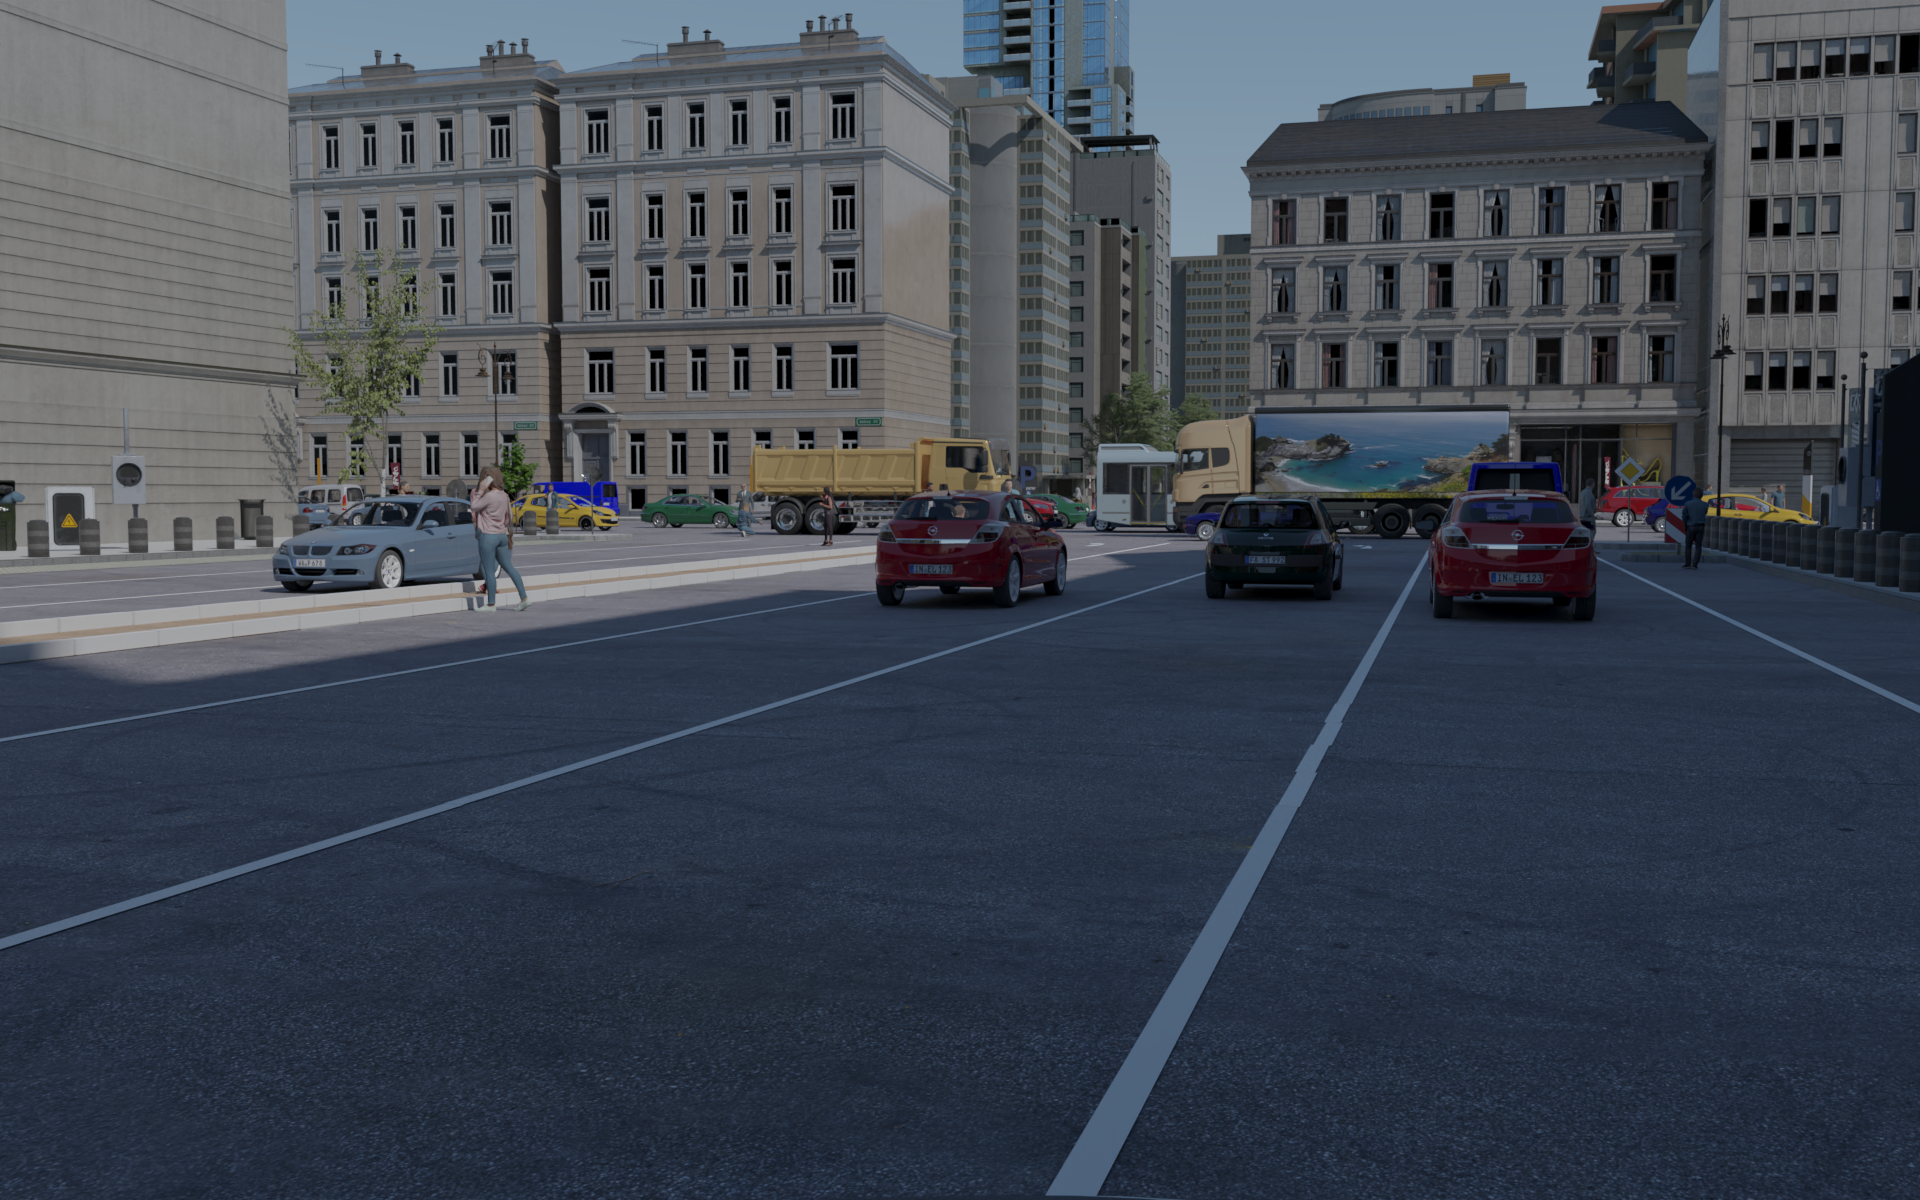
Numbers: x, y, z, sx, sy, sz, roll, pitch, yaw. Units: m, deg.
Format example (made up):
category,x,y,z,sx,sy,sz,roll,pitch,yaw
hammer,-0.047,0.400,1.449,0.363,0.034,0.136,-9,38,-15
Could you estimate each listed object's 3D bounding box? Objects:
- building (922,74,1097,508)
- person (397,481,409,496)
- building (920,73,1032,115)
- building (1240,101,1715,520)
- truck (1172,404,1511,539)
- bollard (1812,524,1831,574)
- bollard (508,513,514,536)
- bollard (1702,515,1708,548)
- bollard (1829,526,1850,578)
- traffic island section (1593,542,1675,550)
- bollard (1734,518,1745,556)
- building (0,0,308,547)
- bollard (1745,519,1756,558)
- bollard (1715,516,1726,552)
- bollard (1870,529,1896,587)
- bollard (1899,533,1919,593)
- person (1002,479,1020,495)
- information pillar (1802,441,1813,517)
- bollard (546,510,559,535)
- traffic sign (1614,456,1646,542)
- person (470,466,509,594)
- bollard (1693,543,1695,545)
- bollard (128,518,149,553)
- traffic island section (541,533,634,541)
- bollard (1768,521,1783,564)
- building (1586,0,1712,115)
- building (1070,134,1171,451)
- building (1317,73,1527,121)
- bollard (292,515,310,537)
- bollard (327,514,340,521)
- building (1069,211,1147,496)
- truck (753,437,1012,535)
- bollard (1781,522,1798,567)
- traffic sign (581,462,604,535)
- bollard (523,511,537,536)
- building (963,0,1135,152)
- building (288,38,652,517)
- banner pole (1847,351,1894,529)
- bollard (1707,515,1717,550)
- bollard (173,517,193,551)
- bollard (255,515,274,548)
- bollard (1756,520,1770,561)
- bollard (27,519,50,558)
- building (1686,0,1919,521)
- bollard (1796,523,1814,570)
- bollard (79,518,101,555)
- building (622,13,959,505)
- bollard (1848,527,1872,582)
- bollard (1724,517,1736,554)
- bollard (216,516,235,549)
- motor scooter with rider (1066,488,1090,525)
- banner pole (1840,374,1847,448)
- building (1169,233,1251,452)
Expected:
category,x,y,z,sx,sy,sz,roll,pitch,yaw
building,-2.859,-28.920,164.721,32.217,40.220,23.993,1,4,16
person,-12.379,-1.790,38.516,0.466,1.731,0.760,1,4,19
building,-6.135,-35.564,201.080,30.456,49.044,23.786,1,4,16
building,17.180,-14.729,91.723,40.483,20.767,10.553,1,4,16
truck,11.991,-4.137,56.560,11.283,4.237,2.839,1,4,15
bollard,14.076,-0.812,27.991,0.404,0.777,0.398,0,3,0
bollard,-13.695,-2.299,52.300,0.404,0.777,0.398,0,3,0
bollard,17.913,-1.624,41.265,0.404,0.777,0.398,0,3,0
bollard,13.691,-0.730,26.660,0.404,0.777,0.398,0,3,0
traffic island section,17.768,-1.450,45.996,2.009,0.180,2.903,1,4,16
bollard,16.374,-1.298,35.938,0.404,0.777,0.398,0,3,0
building,-42.698,-16.713,49.680,44.131,29.872,17.030,1,4,16
bollard,15.992,-1.217,34.611,0.404,0.777,0.398,0,3,0
bollard,17.147,-1.462,38.613,0.404,0.777,0.398,0,3,0
bollard,12.932,-0.569,24.020,0.404,0.777,0.398,0,3,0
bollard,12.545,-0.488,22.697,0.404,0.777,0.398,0,3,0
person,1.274,-2.143,43.563,0.660,1.820,0.620,0,4,-6
information pillar,37.449,-5.208,76.507,0.183,3.616,0.504,-1,4,-16
bollard,-12.931,-2.460,54.938,0.404,0.777,0.398,0,3,0
traffic sign,17.743,-2.586,45.925,0.795,2.450,0.064,1,4,16
person,-6.667,-0.985,24.611,0.555,1.821,0.388,0,4,3
bollard,18.295,-1.704,42.584,0.404,0.777,0.398,0,3,0
bollard,-17.908,-1.408,37.733,0.404,0.777,0.398,0,3,0
traffic island section,-11.575,-1.968,54.453,2.009,0.180,2.903,1,4,16
bollard,15.223,-1.055,31.971,0.404,0.777,0.398,0,3,0
building,67.075,-30.474,152.880,22.147,44.769,28.867,1,4,16
building,16.802,-31.600,200.250,14.086,41.232,14.154,1,4,16
building,65.683,-43.221,248.656,28.212,58.520,21.231,1,4,16
bollard,-16.375,-1.732,43.036,0.404,0.777,0.398,0,3,0
bollard,-15.987,-1.813,44.354,0.404,0.777,0.398,0,3,0
building,11.348,-25.048,181.242,14.160,30.474,14.107,1,4,16
truck,-2.241,-3.941,60.366,9.791,3.379,3.469,1,4,16
bollard,14.843,-0.974,30.649,0.404,0.777,0.398,0,3,0
traffic sign,-11.550,-3.104,54.385,0.795,2.450,0.064,1,4,16
bollard,-13.315,-2.379,53.620,0.404,0.777,0.398,0,3,0
building,13.327,-58.119,262.913,31.000,86.520,22.319,1,4,16
building,-31.434,-19.602,106.401,20.117,28.700,13.634,1,4,16
banner pole,16.062,-2.469,30.385,0.863,3.779,0.401,2,4,24
bollard,17.534,-1.543,39.940,0.404,0.777,0.398,0,3,0
bollard,-17.522,-1.489,39.057,0.404,0.777,0.398,0,3,0
bollard,-16.754,-1.651,41.716,0.404,0.777,0.398,0,3,0
bollard,15.605,-1.136,33.291,0.404,0.777,0.398,0,3,0
bollard,-18.670,-1.245,35.078,0.404,0.777,0.398,0,3,0
building,46.363,-16.255,83.793,19.932,24.808,12.078,1,4,16
bollard,14.462,-0.894,29.330,0.404,0.777,0.398,0,3,0
bollard,-18.290,-1.326,36.398,0.404,0.777,0.398,0,3,0
building,-11.607,-19.271,100.989,20.117,28.700,13.634,1,4,16
bollard,13.309,-0.650,25.340,0.404,0.777,0.398,0,3,0
bollard,16.759,-1.380,37.278,0.404,0.777,0.398,0,3,0
bollard,-17.135,-1.570,40.390,0.404,0.777,0.398,0,3,0
motor scooter with rider,5.305,-4.448,81.694,1.986,1.779,0.876,1,4,15
banner pole,18.512,-2.815,36.049,0.401,3.779,0.863,-1,4,-13
building,41.436,-34.853,261.724,23.993,40.220,32.217,1,4,16
